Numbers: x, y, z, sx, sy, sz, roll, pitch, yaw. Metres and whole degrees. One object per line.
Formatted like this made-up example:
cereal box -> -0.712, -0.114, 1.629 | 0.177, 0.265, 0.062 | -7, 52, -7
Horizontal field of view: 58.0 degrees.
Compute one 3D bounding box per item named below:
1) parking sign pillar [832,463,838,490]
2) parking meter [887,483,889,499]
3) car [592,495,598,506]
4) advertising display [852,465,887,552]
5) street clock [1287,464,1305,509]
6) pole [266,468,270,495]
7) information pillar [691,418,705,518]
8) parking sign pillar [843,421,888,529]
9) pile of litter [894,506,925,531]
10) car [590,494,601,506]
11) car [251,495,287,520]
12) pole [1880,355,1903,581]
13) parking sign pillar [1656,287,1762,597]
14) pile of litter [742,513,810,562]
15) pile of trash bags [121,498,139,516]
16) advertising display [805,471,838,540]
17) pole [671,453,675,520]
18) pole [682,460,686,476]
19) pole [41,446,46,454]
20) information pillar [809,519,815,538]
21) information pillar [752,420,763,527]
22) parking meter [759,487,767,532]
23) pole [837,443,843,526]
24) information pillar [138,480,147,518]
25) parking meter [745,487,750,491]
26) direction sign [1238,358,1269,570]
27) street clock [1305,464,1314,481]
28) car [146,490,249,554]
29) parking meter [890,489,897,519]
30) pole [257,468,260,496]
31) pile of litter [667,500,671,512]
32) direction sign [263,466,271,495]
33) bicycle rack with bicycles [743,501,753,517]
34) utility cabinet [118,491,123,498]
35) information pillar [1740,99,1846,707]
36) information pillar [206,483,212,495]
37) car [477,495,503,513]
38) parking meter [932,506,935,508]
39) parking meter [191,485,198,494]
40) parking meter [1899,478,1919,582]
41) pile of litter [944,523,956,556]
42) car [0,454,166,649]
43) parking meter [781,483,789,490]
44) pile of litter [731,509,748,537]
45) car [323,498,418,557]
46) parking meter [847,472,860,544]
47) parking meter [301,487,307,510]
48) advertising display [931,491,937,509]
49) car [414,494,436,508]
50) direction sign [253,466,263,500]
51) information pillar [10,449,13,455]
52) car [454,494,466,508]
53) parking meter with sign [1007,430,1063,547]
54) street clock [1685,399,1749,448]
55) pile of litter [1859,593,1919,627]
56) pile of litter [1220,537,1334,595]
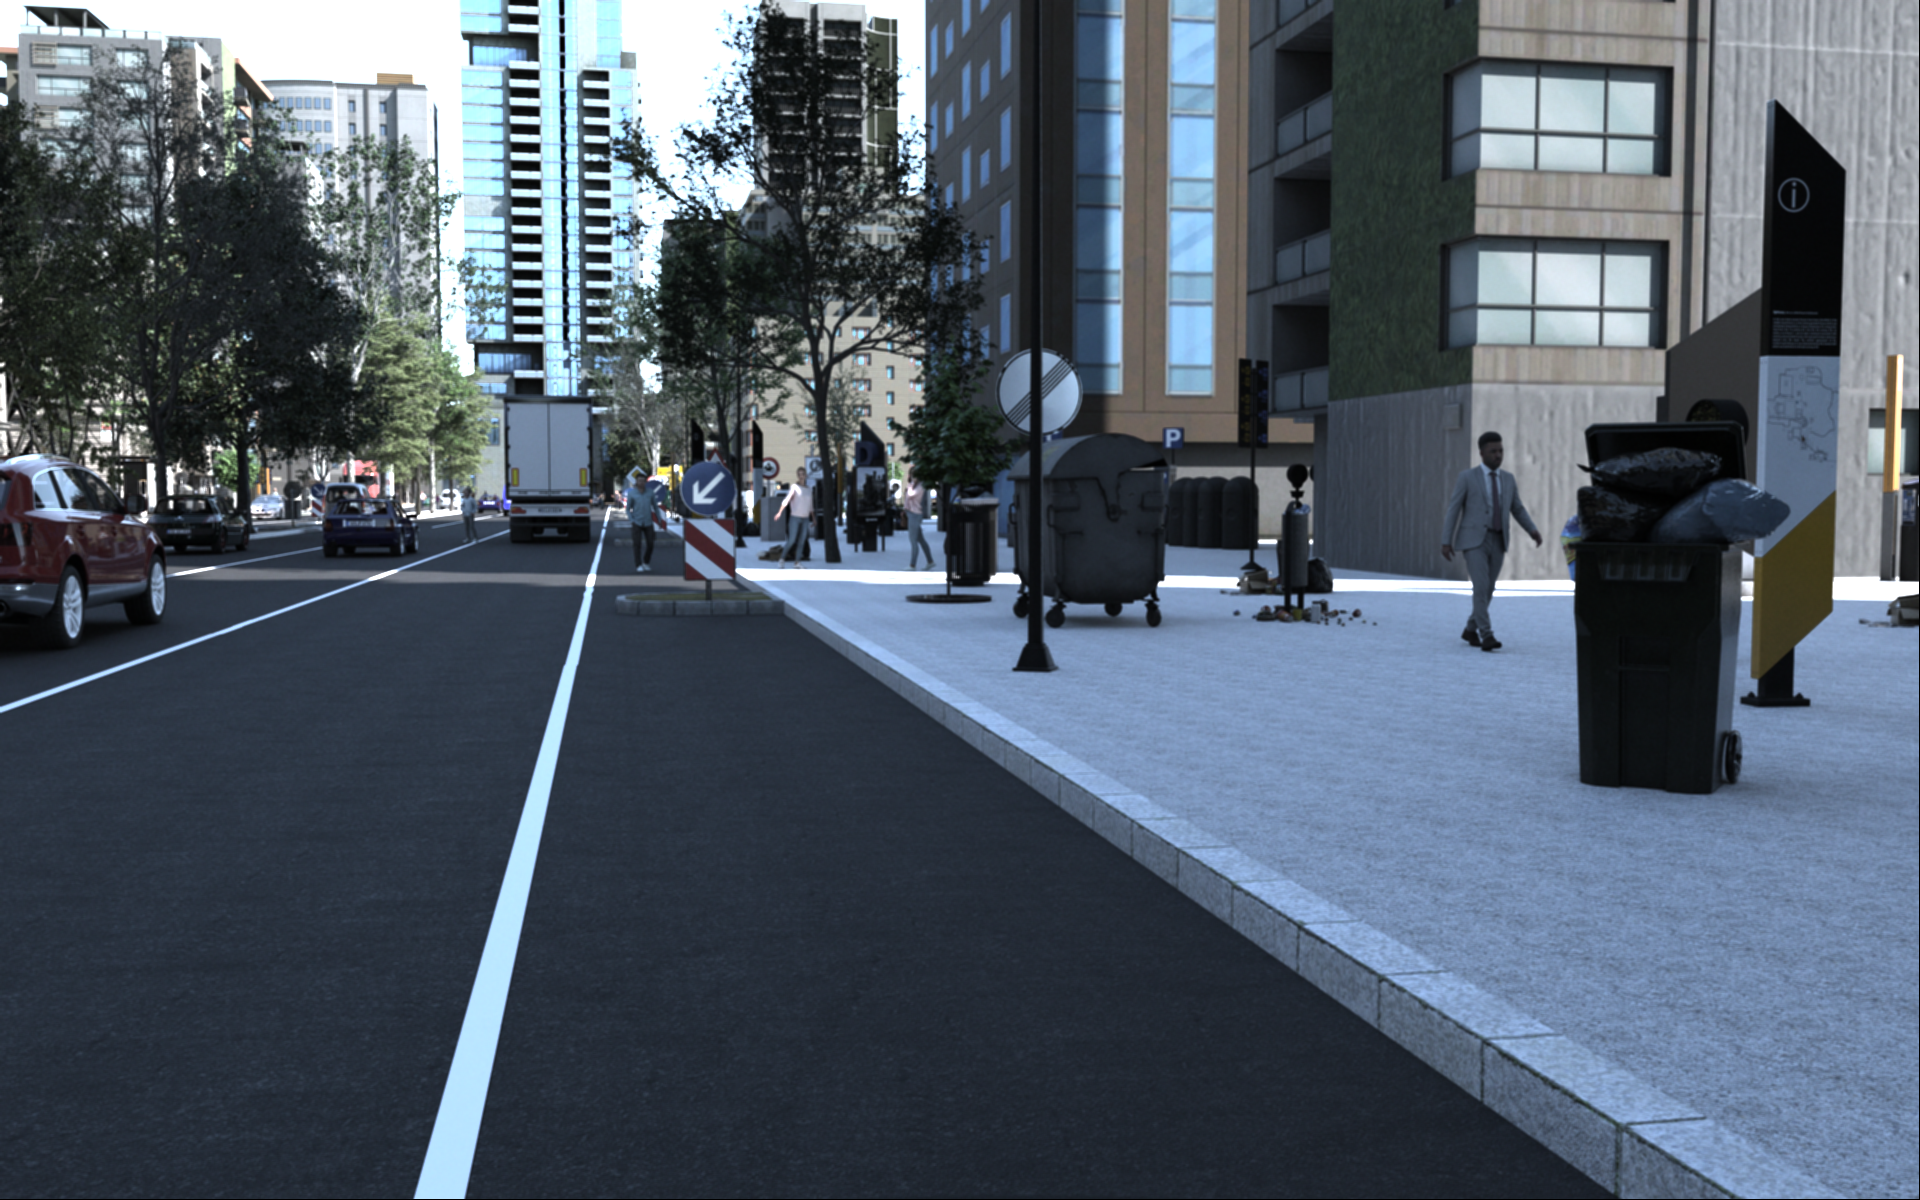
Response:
parking sign pillar -> -8.535, -8.159, 121.872 | 1.447, 3.967, 1.447 | 2, 4, 28
parking meter -> -4.032, -5.414, 94.228 | 0.255, 1.863, 0.399 | -2, 4, -30
car -> -43.251, -11.622, 202.388 | 2.083, 1.381, 4.827 | -1, 4, -13
advertising display -> -2.016, -2.045, 38.642 | 0.123, 1.923, 0.974 | 3, 5, 42
street clock -> 8.194, -2.295, 42.097 | 0.471, 2.002, 0.358 | -1, 4, -19
pole -> -54.036, -8.651, 135.281 | 0.158, 3.312, 0.155 | 0, 3, 0
information pillar -> -8.151, -3.818, 53.775 | 0.183, 3.616, 0.504 | 3, 4, 36
parking sign pillar -> -3.307, -4.586, 63.449 | 1.447, 3.967, 1.447 | -3, 5, -39
pile of litter -> -2.140, -2.891, 61.229 | 1.719, 0.858, 1.176 | 1, 4, 15
car -> -45.695, -12.587, 217.794 | 2.014, 1.417, 4.499 | -1, 4, -13
car -> -38.650, -5.171, 96.905 | 2.083, 1.381, 4.827 | -1, 4, -11
pole -> 13.751, -1.940, 25.568 | 0.158, 3.312, 0.155 | 0, 3, 0
parking sign pillar -> 9.629, -2.061, 22.165 | 1.447, 3.967, 1.447 | 0, 4, 1
pile of litter -> -3.412, -1.200, 33.582 | 1.176, 0.858, 1.719 | 1, 4, 11
pile of trash bags -> -49.482, -5.737, 103.548 | 1.912, 1.369, 3.447 | 2, 4, 28
advertising display -> -3.901, -2.656, 48.633 | 0.974, 1.923, 0.123 | 1, 4, 21
pole -> -14.081, -5.575, 84.993 | 0.158, 3.312, 0.155 | 0, 3, 0
pole -> -16.703, -6.794, 104.929 | 0.158, 3.312, 0.155 | 0, 3, 0
pole -> -39.259, -4.919, 74.275 | 0.158, 3.312, 0.155 | 0, 3, 0
information pillar -> -4.274, -2.843, 50.979 | 0.304, 2.012, 0.304 | 3, 5, 41
information pillar -> -6.432, -3.897, 55.064 | 0.183, 3.616, 0.504 | 2, 4, 27
parking meter -> -6.762, -3.090, 58.932 | 0.372, 1.533, 0.369 | 0, 3, 0
pole -> -4.796, -4.613, 69.271 | 0.158, 3.312, 0.155 | 0, 3, 0
information pillar -> -43.390, -5.348, 91.925 | 0.304, 2.012, 0.304 | 3, 5, 42
parking meter -> -16.671, -7.951, 135.710 | 0.255, 1.863, 0.399 | 1, 4, 17
direction sign -> 4.954, -2.282, 29.305 | 0.379, 3.537, 0.876 | 3, 5, 42
street clock -> 8.304, -2.163, 39.932 | 0.471, 2.002, 0.358 | -1, 4, -18
car -> -18.677, -2.001, 42.505 | 2.009, 1.686, 4.222 | -1, 4, -11
parking meter -> -3.469, -4.979, 89.820 | 0.372, 1.533, 0.369 | 0, 3, 0
pole -> -52.749, -8.346, 130.297 | 0.158, 3.312, 0.155 | 0, 3, 0
pile of litter -> -20.699, -6.672, 123.059 | 1.719, 0.858, 1.176 | 1, 4, 22
direction sign -> -55.823, -9.009, 139.297 | 0.876, 3.537, 0.379 | 0, 3, 0
bicycle rack with bicycles -> -12.397, -5.095, 96.687 | 2.925, 0.926, 2.852 | -1, 4, -12
utility cabinet -> -59.133, -6.877, 121.116 | 1.173, 1.500, 0.318 | 1, 4, 11
information pillar -> 5.037, -1.167, 10.431 | 0.504, 3.616, 0.183 | 0, 4, -8
information pillar -> -51.263, -6.952, 118.161 | 0.304, 2.012, 0.304 | 3, 4, 38
car -> -35.225, -7.175, 129.891 | 1.945, 1.354, 3.894 | -1, 4, -12
parking meter -> -1.720, -5.869, 104.365 | 0.372, 1.533, 0.369 | 0, 3, 0
parking meter -> -47.142, -6.177, 106.703 | 0.399, 1.863, 0.255 | -2, 4, -34
parking meter -> 13.983, -1.036, 25.354 | 0.372, 1.533, 0.369 | 0, 3, 0
pile of litter -> 0.183, -1.395, 36.779 | 1.176, 0.858, 1.719 | 1, 4, 19
car -> -9.517, -0.530, 17.334 | 2.281, 1.827, 5.304 | -1, 4, -12
parking meter -> -9.224, -5.245, 91.464 | 0.255, 1.863, 0.399 | 3, 5, 43
pile of litter -> -6.645, -2.363, 52.604 | 1.719, 0.858, 1.176 | 1, 4, 18
car -> -13.888, -1.734, 40.929 | 1.945, 1.354, 3.894 | -1, 4, -10
parking meter -> -2.747, -2.385, 44.700 | 0.255, 1.863, 0.399 | -2, 4, -25
parking meter -> -52.810, -8.176, 139.383 | 0.255, 1.863, 0.399 | 1, 4, 18
advertising display -> -1.848, -5.955, 102.575 | 0.974, 1.923, 0.123 | -1, 4, -19
car -> -54.876, -10.157, 177.865 | 2.131, 1.459, 4.920 | -1, 4, -12
direction sign -> -52.848, -8.410, 129.508 | 0.876, 3.537, 0.379 | -1, 4, -18
information pillar -> -49.772, -6.093, 90.971 | 0.183, 3.616, 0.504 | -1, 4, -21
car -> -52.909, -10.530, 184.166 | 2.014, 1.417, 4.499 | -1, 4, -12
parking meter with sign -> 1.712, -2.742, 41.087 | 0.543, 3.016, 1.738 | -2, 4, -31
street clock -> 5.776, -0.533, 13.280 | 0.358, 2.002, 0.471 | -1, 4, -13
pile of litter -> 9.685, -0.183, 16.962 | 1.719, 0.858, 1.176 | 1, 4, 11
pile of litter -> 4.128, -0.521, 22.491 | 1.719, 0.858, 1.176 | -1, 4, -16
